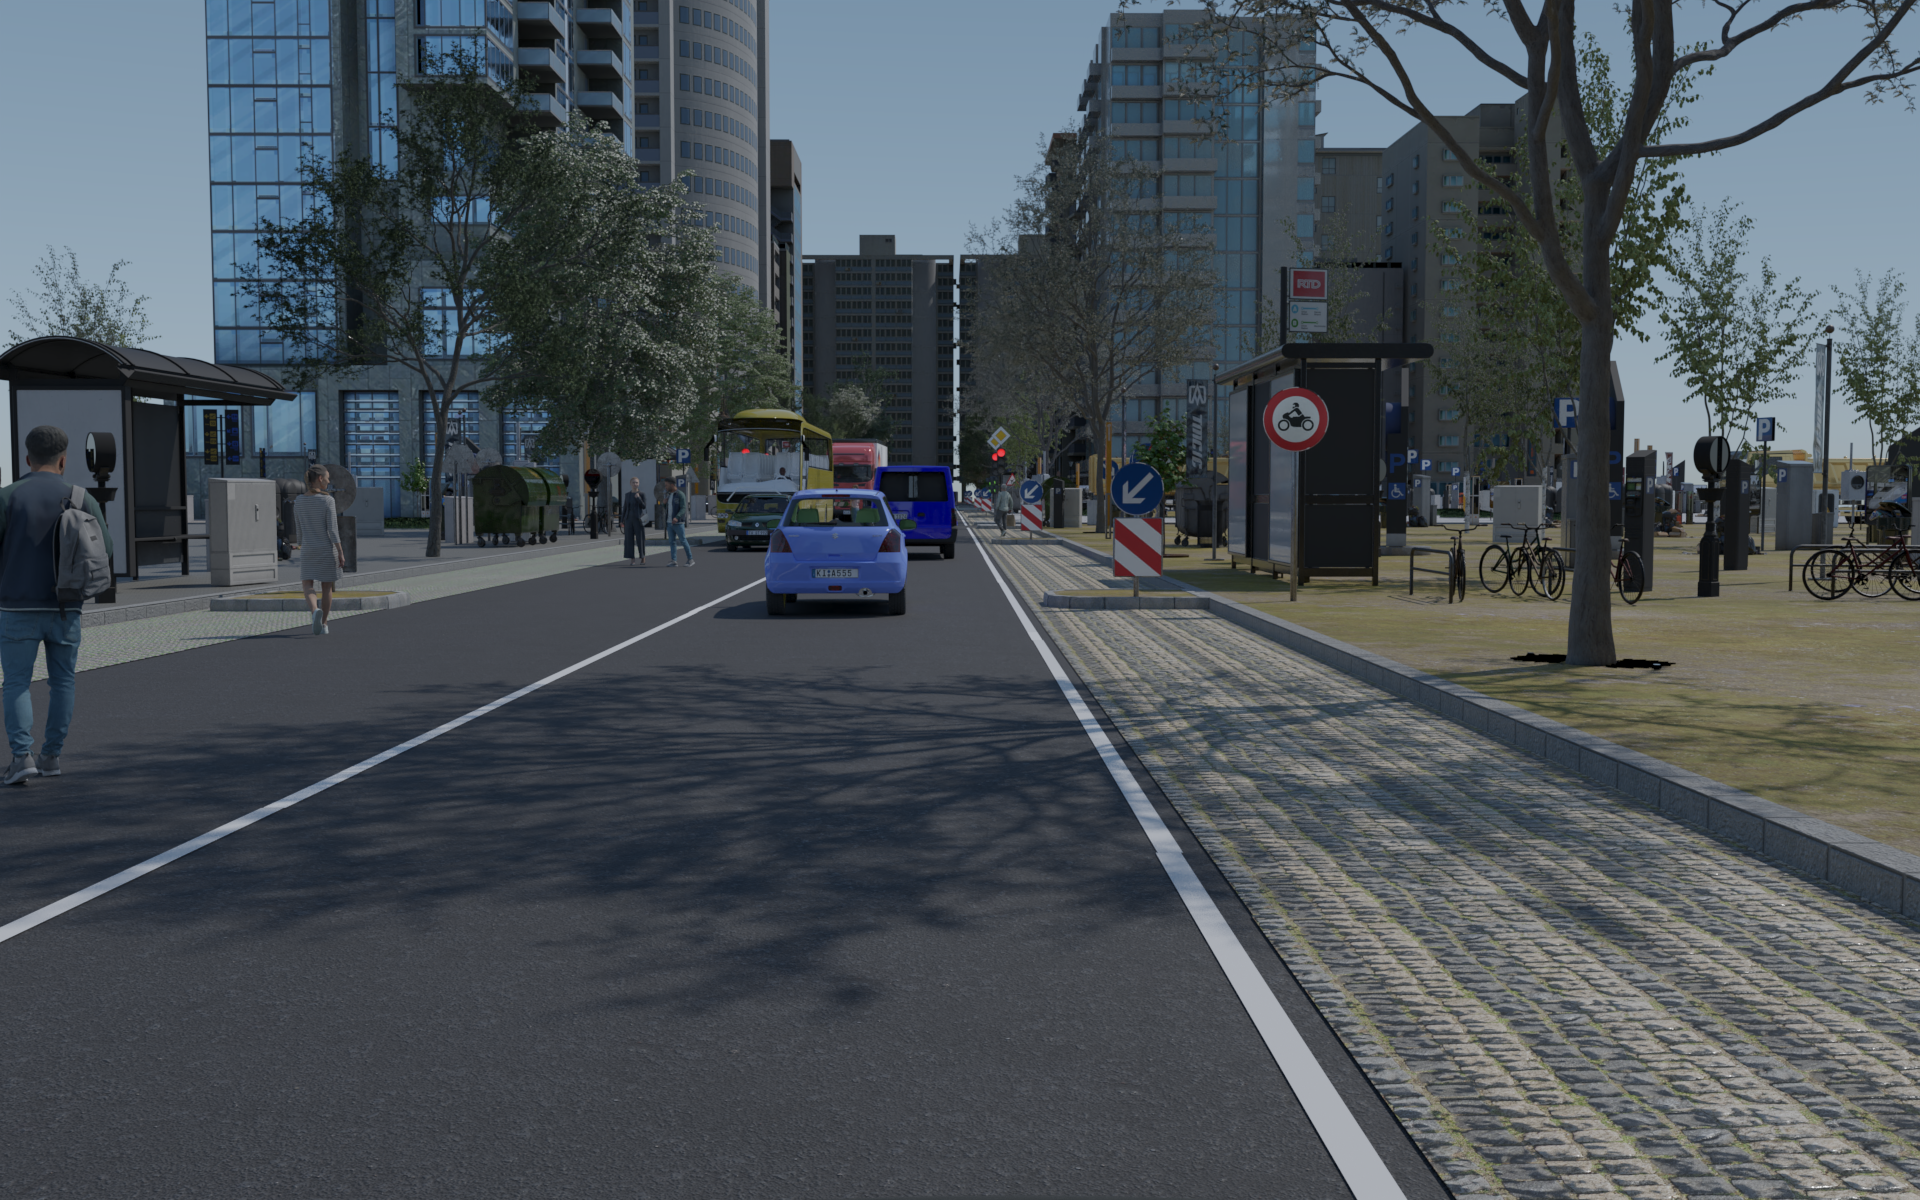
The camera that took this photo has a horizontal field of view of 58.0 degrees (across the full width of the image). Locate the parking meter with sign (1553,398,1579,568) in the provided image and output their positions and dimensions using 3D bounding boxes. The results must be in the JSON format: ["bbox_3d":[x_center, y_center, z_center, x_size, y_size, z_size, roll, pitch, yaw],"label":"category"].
[{"bbox_3d":[10.858,-2.098,30.560,0.543,3.016,1.738,1,4,11],"label":"parking meter with sign"}]

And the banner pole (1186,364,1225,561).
[{"bbox_3d":[4.698,-2.647,33.296,0.863,3.779,0.401,-1,4,-20],"label":"banner pole"}]

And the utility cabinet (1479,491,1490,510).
[{"bbox_3d":[33.039,-6.069,107.911,1.173,1.500,0.318,-1,4,-12],"label":"utility cabinet"}]

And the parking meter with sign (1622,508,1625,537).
[{"bbox_3d":[19.053,-3.414,52.081,1.738,3.016,0.543,1,4,15],"label":"parking meter with sign"}]

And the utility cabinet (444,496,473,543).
[{"bbox_3d":[-13.256,-2.121,45.848,0.306,1.237,1.020,1,4,13],"label":"utility cabinet"}]

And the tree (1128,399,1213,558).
[{"bbox_3d":[4.288,-2.481,35.166,1.663,3.219,1.824,0,3,0],"label":"tree"}]

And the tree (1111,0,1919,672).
[{"bbox_3d":[4.653,-6.251,12.568,12.009,13.543,11.850,0,3,0],"label":"tree"}]

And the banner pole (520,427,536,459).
[{"bbox_3d":[-16.193,-4.566,64.669,0.863,3.779,0.401,1,4,11],"label":"banner pole"}]

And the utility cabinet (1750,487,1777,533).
[{"bbox_3d":[26.283,-2.933,56.636,1.173,1.500,0.318,-3,5,-39],"label":"utility cabinet"}]

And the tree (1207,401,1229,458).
[{"bbox_3d":[20.387,-11.203,133.538,4.360,8.622,3.978,0,3,0],"label":"tree"}]

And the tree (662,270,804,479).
[{"bbox_3d":[-11.724,-10.406,88.266,7.486,12.596,7.792,0,3,0],"label":"tree"}]

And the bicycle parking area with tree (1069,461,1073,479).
[{"bbox_3d":[12.165,-9.987,150.286,8.231,4.147,9.016,1,4,19],"label":"bicycle parking area with tree"}]

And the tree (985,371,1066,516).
[{"bbox_3d":[3.762,-9.144,99.863,4.737,8.622,4.395,0,3,0],"label":"tree"}]

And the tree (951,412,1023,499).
[{"bbox_3d":[3.263,-18.735,223.328,9.611,12.733,9.660,0,3,0],"label":"tree"}]

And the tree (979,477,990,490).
[{"bbox_3d":[2.818,-12.018,191.099,1.663,3.219,1.824,0,3,0],"label":"tree"}]

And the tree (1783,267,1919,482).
[{"bbox_3d":[29.915,-6.458,55.953,4.737,8.622,4.395,0,3,0],"label":"tree"}]

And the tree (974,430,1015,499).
[{"bbox_3d":[3.571,-15.256,199.802,4.360,8.622,3.978,0,3,0],"label":"tree"}]

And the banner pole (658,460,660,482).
[{"bbox_3d":[-14.621,-5.638,82.199,0.863,3.779,0.401,-1,4,-21],"label":"banner pole"}]

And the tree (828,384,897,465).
[{"bbox_3d":[-11.751,-17.941,199.998,9.857,13.997,8.962,0,3,0],"label":"tree"}]

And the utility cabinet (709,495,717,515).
[{"bbox_3d":[-14.985,-5.840,106.642,1.020,1.237,0.306,1,4,14],"label":"utility cabinet"}]

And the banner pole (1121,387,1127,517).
[{"bbox_3d":[3.839,-3.088,40.503,0.401,3.779,0.863,0,4,-1],"label":"banner pole"}]

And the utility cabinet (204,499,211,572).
[{"bbox_3d":[-12.345,-1.097,29.101,0.306,1.237,1.020,0,4,-2],"label":"utility cabinet"}]

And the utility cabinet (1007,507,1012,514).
[{"bbox_3d":[3.192,-6.316,114.425,0.306,1.237,1.020,-1,4,-23],"label":"utility cabinet"}]

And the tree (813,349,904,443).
[{"bbox_3d":[-13.492,-22.807,228.789,12.611,20.169,13.585,0,3,0],"label":"tree"}]

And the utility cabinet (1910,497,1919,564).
[{"bbox_3d":[17.996,-1.255,31.675,0.306,1.237,1.020,-3,5,-43],"label":"utility cabinet"}]

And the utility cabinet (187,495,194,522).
[{"bbox_3d":[-35.922,-4.220,80.162,0.306,1.237,1.020,1,4,11],"label":"utility cabinet"}]

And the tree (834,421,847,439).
[{"bbox_3d":[-13.003,-13.611,172.906,4.737,8.622,4.395,0,3,0],"label":"tree"}]

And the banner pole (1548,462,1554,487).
[{"bbox_3d":[46.461,-8.949,136.336,0.401,3.779,0.863,-1,4,-15],"label":"banner pole"}]

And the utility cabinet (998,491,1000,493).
[{"bbox_3d":[3.392,-7.272,127.577,1.173,1.500,0.318,-1,4,-11],"label":"utility cabinet"}]

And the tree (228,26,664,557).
[{"bbox_3d":[-10.481,-6.140,34.799,7.601,10.594,8.767,2,4,35],"label":"tree"}]

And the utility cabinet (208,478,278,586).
[{"bbox_3d":[-10.099,-0.964,24.448,0.318,1.500,1.173,1,4,10],"label":"utility cabinet"}]

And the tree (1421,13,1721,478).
[{"bbox_3d":[9.449,-4.645,26.306,4.737,8.622,4.395,0,3,0],"label":"tree"}]

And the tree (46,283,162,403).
[{"bbox_3d":[-29.467,-6.711,60.088,4.737,8.622,4.395,0,3,0],"label":"tree"}]

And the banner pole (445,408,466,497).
[{"bbox_3d":[-14.567,-3.683,50.229,0.863,3.779,0.401,-3,5,-43],"label":"banner pole"}]

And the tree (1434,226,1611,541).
[{"bbox_3d":[16.025,-5.962,47.836,4.360,8.622,3.978,0,3,0],"label":"tree"}]

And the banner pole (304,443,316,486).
[{"bbox_3d":[-31.788,-5.789,84.670,0.401,3.779,0.863,2,4,34],"label":"banner pole"}]

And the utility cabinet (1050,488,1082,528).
[{"bbox_3d":[3.984,-3.454,65.152,1.173,1.500,0.318,1,4,23],"label":"utility cabinet"}]

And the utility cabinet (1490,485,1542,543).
[{"bbox_3d":[14.392,-2.205,44.738,1.173,1.500,0.318,3,4,37],"label":"utility cabinet"}]

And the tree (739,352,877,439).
[{"bbox_3d":[-11.336,-10.852,111.849,8.767,10.594,7.601,-3,5,-42],"label":"tree"}]

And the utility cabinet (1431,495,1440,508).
[{"bbox_3d":[32.610,-6.584,118.814,0.306,1.237,1.020,3,4,37],"label":"utility cabinet"}]

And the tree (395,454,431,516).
[{"bbox_3d":[-25.720,-5.367,82.357,1.663,3.219,1.824,0,3,0],"label":"tree"}]

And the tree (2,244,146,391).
[{"bbox_3d":[-25.738,-6.148,50.885,4.360,8.622,3.978,0,3,0],"label":"tree"}]

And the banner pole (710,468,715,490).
[{"bbox_3d":[-19.238,-8.905,135.610,0.863,3.779,0.401,1,4,18],"label":"banner pole"}]

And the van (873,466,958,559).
[{"bbox_3d":[-1.104,-2.175,39.945,2.240,2.365,5.245,0,4,-2],"label":"van"}]

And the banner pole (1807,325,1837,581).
[{"bbox_3d":[12.708,-2.173,25.549,0.401,3.779,0.863,3,5,42],"label":"banner pole"}]

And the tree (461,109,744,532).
[{"bbox_3d":[-11.935,-9.252,57.928,9.857,13.997,8.962,0,3,0],"label":"tree"}]

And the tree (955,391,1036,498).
[{"bbox_3d":[3.023,-13.043,147.668,7.601,10.594,8.767,0,3,0],"label":"tree"}]

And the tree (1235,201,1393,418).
[{"bbox_3d":[9.093,-5.753,44.426,4.360,8.622,3.978,0,3,0],"label":"tree"}]

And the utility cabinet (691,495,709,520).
[{"bbox_3d":[-12.969,-4.568,85.849,0.306,1.237,1.020,1,4,19],"label":"utility cabinet"}]

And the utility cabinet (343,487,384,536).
[{"bbox_3d":[-18.204,-2.702,52.849,1.173,1.500,0.318,-1,4,-20],"label":"utility cabinet"}]
